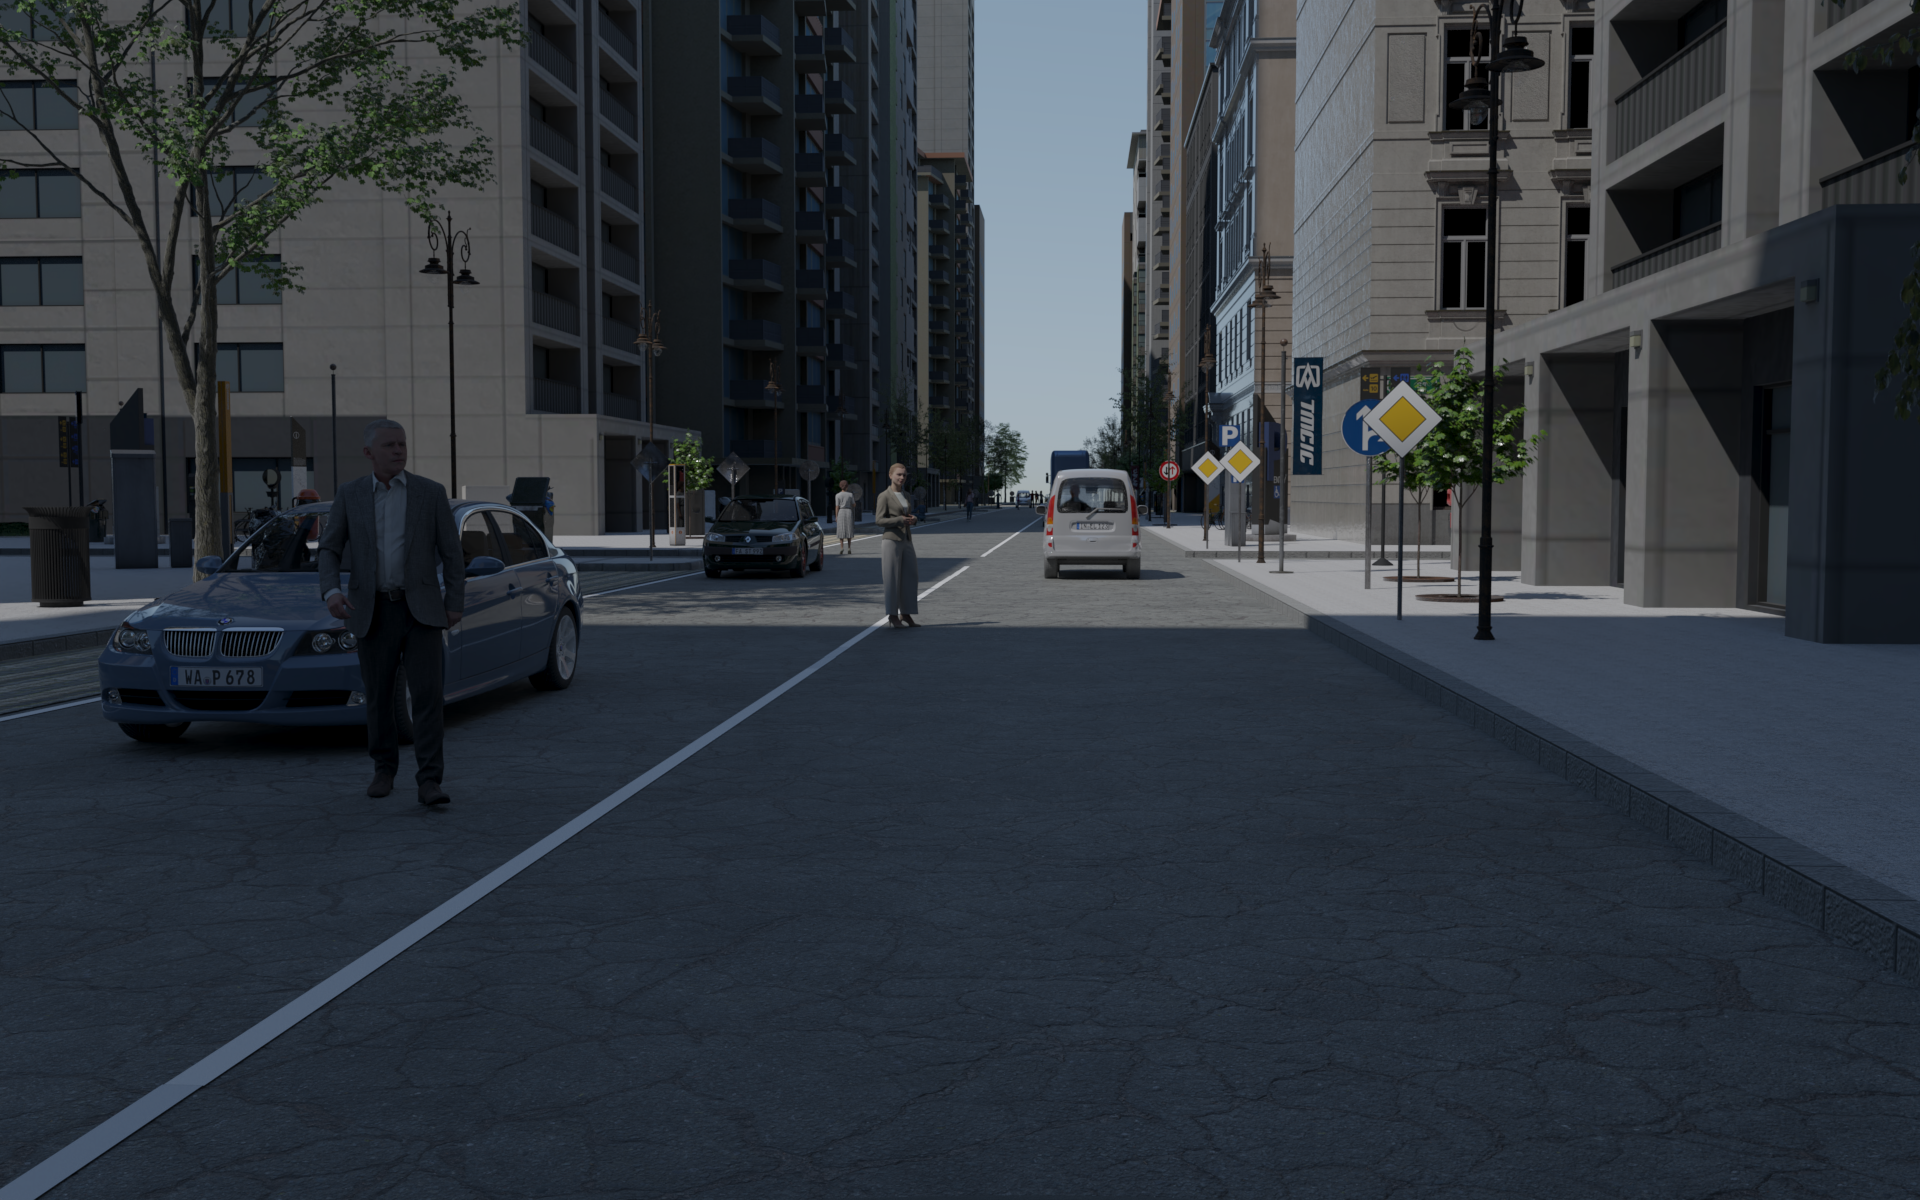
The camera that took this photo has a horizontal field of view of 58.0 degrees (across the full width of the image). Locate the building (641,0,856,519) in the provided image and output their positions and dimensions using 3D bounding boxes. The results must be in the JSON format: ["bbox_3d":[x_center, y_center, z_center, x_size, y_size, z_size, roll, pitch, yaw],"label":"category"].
[{"bbox_3d":[-17.670,-26.995,95.987,22.147,44.769,28.867,0,4,4],"label":"building"}]

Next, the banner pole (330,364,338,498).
[{"bbox_3d":[-12.117,-2.664,33.567,0.401,3.779,0.863,-1,4,-22],"label":"banner pole"}]

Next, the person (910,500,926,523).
[{"bbox_3d":[-2.053,-4.393,85.820,1.012,1.151,0.738,-2,4,-26],"label":"person"}]

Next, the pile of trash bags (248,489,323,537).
[{"bbox_3d":[-11.423,-1.258,30.326,1.912,1.369,3.447,-1,4,-21],"label":"pile of trash bags"}]

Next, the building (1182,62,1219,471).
[{"bbox_3d":[21.055,-18.894,102.432,14.314,27.812,24.014,0,4,4],"label":"building"}]

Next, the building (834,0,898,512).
[{"bbox_3d":[-12.136,-26.911,123.590,14.154,41.232,14.086,0,4,4],"label":"building"}]

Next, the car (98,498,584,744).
[{"bbox_3d":[-3.839,0.030,11.519,2.014,1.417,4.499,0,4,4],"label":"car"}]

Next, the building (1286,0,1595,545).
[{"bbox_3d":[32.134,-16.671,48.982,44.131,29.872,17.030,0,4,4],"label":"building"}]

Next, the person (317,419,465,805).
[{"bbox_3d":[-2.612,0.053,8.034,0.661,1.777,0.834,-2,4,-26],"label":"person"}]

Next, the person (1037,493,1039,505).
[{"bbox_3d":[10.081,-13.281,226.090,0.683,1.767,0.568,2,4,26],"label":"person"}]

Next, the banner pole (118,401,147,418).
[{"bbox_3d":[-22.364,-3.474,46.809,0.863,3.779,0.401,-2,4,-30],"label":"banner pole"}]

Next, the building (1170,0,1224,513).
[{"bbox_3d":[22.197,-28.907,122.732,14.600,45.320,14.200,0,4,4],"label":"building"}]

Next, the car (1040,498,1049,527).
[{"bbox_3d":[4.585,-3.945,76.863,2.083,1.381,4.827,0,4,3],"label":"car"}]

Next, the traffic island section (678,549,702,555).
[{"bbox_3d":[-5.417,-1.160,41.243,2.009,0.180,2.903,0,4,4],"label":"traffic island section"}]

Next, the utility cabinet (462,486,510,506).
[{"bbox_3d":[-12.394,-2.240,45.301,1.173,1.500,0.318,-2,4,-34],"label":"utility cabinet"}]

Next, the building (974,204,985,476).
[{"bbox_3d":[-3.555,-37.337,260.573,14.600,45.320,14.200,0,4,4],"label":"building"}]

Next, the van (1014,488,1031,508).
[{"bbox_3d":[6.541,-10.488,178.489,2.013,2.044,4.112,0,4,2],"label":"van"}]

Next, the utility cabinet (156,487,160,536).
[{"bbox_3d":[-23.965,-2.551,50.386,1.173,1.500,0.318,-3,4,-36],"label":"utility cabinet"}]

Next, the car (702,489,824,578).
[{"bbox_3d":[-3.468,-1.294,30.938,2.009,1.686,4.222,0,4,2],"label":"car"}]

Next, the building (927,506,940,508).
[{"bbox_3d":[-12.519,-44.620,167.783,20.563,71.187,20.611,0,4,4],"label":"building"}]

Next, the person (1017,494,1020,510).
[{"bbox_3d":[5.378,-8.926,157.663,0.599,1.433,0.991,0,4,-5],"label":"person"}]

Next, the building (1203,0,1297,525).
[{"bbox_3d":[18.834,-17.973,79.760,13.634,28.700,20.117,0,4,4],"label":"building"}]

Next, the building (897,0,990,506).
[{"bbox_3d":[-6.247,-49.129,241.504,20.563,71.187,20.611,0,4,4],"label":"building"}]

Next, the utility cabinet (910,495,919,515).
[{"bbox_3d":[-2.886,-5.807,106.103,1.020,1.237,0.306,1,4,20],"label":"utility cabinet"}]

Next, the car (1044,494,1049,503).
[{"bbox_3d":[14.118,-16.049,272.616,2.015,1.641,3.980,0,4,2],"label":"car"}]

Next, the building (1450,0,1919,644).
[{"bbox_3d":[17.870,-35.366,16.490,20.563,71.187,20.611,0,4,4],"label":"building"}]

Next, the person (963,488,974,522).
[{"bbox_3d":[0.480,-4.955,90.111,0.593,1.750,0.643,1,4,16],"label":"person"}]

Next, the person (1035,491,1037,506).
[{"bbox_3d":[9.284,-12.408,211.001,0.705,1.869,1.348,0,4,8],"label":"person"}]

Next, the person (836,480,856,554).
[{"bbox_3d":[-2.732,-1.972,41.313,0.480,1.755,0.524,-1,4,-10],"label":"person"}]

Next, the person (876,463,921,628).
[{"bbox_3d":[-0.642,-0.579,18.523,0.362,1.759,0.519,3,5,43],"label":"person"}]

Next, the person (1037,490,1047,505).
[{"bbox_3d":[6.811,-8.227,143.797,0.721,1.735,1.217,-3,5,-40],"label":"person"}]

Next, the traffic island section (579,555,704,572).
[{"bbox_3d":[-5.953,-0.672,33.276,2.009,0.180,2.903,0,4,4],"label":"traffic island section"}]

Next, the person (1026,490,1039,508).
[{"bbox_3d":[7.278,-10.137,174.205,1.348,1.831,0.705,0,4,3],"label":"person"}]

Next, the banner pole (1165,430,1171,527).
[{"bbox_3d":[8.026,-4.675,66.455,0.401,3.779,0.863,0,4,2],"label":"banner pole"}]

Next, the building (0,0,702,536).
[{"bbox_3d":[-20.602,-38.146,61.946,20.563,71.187,20.611,0,4,4],"label":"building"}]

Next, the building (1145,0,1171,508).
[{"bbox_3d":[29.064,-38.556,172.386,21.231,58.520,28.212,0,4,4],"label":"building"}]

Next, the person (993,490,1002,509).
[{"bbox_3d":[3.618,-9.628,166.001,0.705,1.814,1.350,3,5,41],"label":"person"}]

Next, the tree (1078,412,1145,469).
[{"bbox_3d":[17.192,-16.123,198.022,8.767,10.594,7.601,0,4,5],"label":"tree"}]

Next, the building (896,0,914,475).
[{"bbox_3d":[-18.215,-33.971,144.666,28.713,52.752,27.495,0,4,4],"label":"building"}]

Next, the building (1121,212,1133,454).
[{"bbox_3d":[31.876,-37.690,266.342,14.600,45.320,14.200,0,4,4],"label":"building"}]

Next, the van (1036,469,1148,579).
[{"bbox_3d":[2.332,-1.446,30.655,2.013,2.044,4.112,0,4,4],"label":"van"}]

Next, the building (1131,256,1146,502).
[{"bbox_3d":[28.430,-26.843,210.580,14.160,30.474,14.107,0,4,4],"label":"building"}]

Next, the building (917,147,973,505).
[{"bbox_3d":[-9.817,-34.436,217.649,22.147,44.769,28.867,0,4,4],"label":"building"}]

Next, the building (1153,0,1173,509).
[{"bbox_3d":[27.502,-29.953,144.359,22.147,44.769,28.867,0,4,4],"label":"building"}]

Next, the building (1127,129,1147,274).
[{"bbox_3d":[38.215,-40.096,244.813,28.713,52.752,27.495,0,4,4],"label":"building"}]

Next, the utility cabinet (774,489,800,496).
[{"bbox_3d":[-8.082,-4.412,80.807,1.173,1.500,0.318,-1,4,-20],"label":"utility cabinet"}]
